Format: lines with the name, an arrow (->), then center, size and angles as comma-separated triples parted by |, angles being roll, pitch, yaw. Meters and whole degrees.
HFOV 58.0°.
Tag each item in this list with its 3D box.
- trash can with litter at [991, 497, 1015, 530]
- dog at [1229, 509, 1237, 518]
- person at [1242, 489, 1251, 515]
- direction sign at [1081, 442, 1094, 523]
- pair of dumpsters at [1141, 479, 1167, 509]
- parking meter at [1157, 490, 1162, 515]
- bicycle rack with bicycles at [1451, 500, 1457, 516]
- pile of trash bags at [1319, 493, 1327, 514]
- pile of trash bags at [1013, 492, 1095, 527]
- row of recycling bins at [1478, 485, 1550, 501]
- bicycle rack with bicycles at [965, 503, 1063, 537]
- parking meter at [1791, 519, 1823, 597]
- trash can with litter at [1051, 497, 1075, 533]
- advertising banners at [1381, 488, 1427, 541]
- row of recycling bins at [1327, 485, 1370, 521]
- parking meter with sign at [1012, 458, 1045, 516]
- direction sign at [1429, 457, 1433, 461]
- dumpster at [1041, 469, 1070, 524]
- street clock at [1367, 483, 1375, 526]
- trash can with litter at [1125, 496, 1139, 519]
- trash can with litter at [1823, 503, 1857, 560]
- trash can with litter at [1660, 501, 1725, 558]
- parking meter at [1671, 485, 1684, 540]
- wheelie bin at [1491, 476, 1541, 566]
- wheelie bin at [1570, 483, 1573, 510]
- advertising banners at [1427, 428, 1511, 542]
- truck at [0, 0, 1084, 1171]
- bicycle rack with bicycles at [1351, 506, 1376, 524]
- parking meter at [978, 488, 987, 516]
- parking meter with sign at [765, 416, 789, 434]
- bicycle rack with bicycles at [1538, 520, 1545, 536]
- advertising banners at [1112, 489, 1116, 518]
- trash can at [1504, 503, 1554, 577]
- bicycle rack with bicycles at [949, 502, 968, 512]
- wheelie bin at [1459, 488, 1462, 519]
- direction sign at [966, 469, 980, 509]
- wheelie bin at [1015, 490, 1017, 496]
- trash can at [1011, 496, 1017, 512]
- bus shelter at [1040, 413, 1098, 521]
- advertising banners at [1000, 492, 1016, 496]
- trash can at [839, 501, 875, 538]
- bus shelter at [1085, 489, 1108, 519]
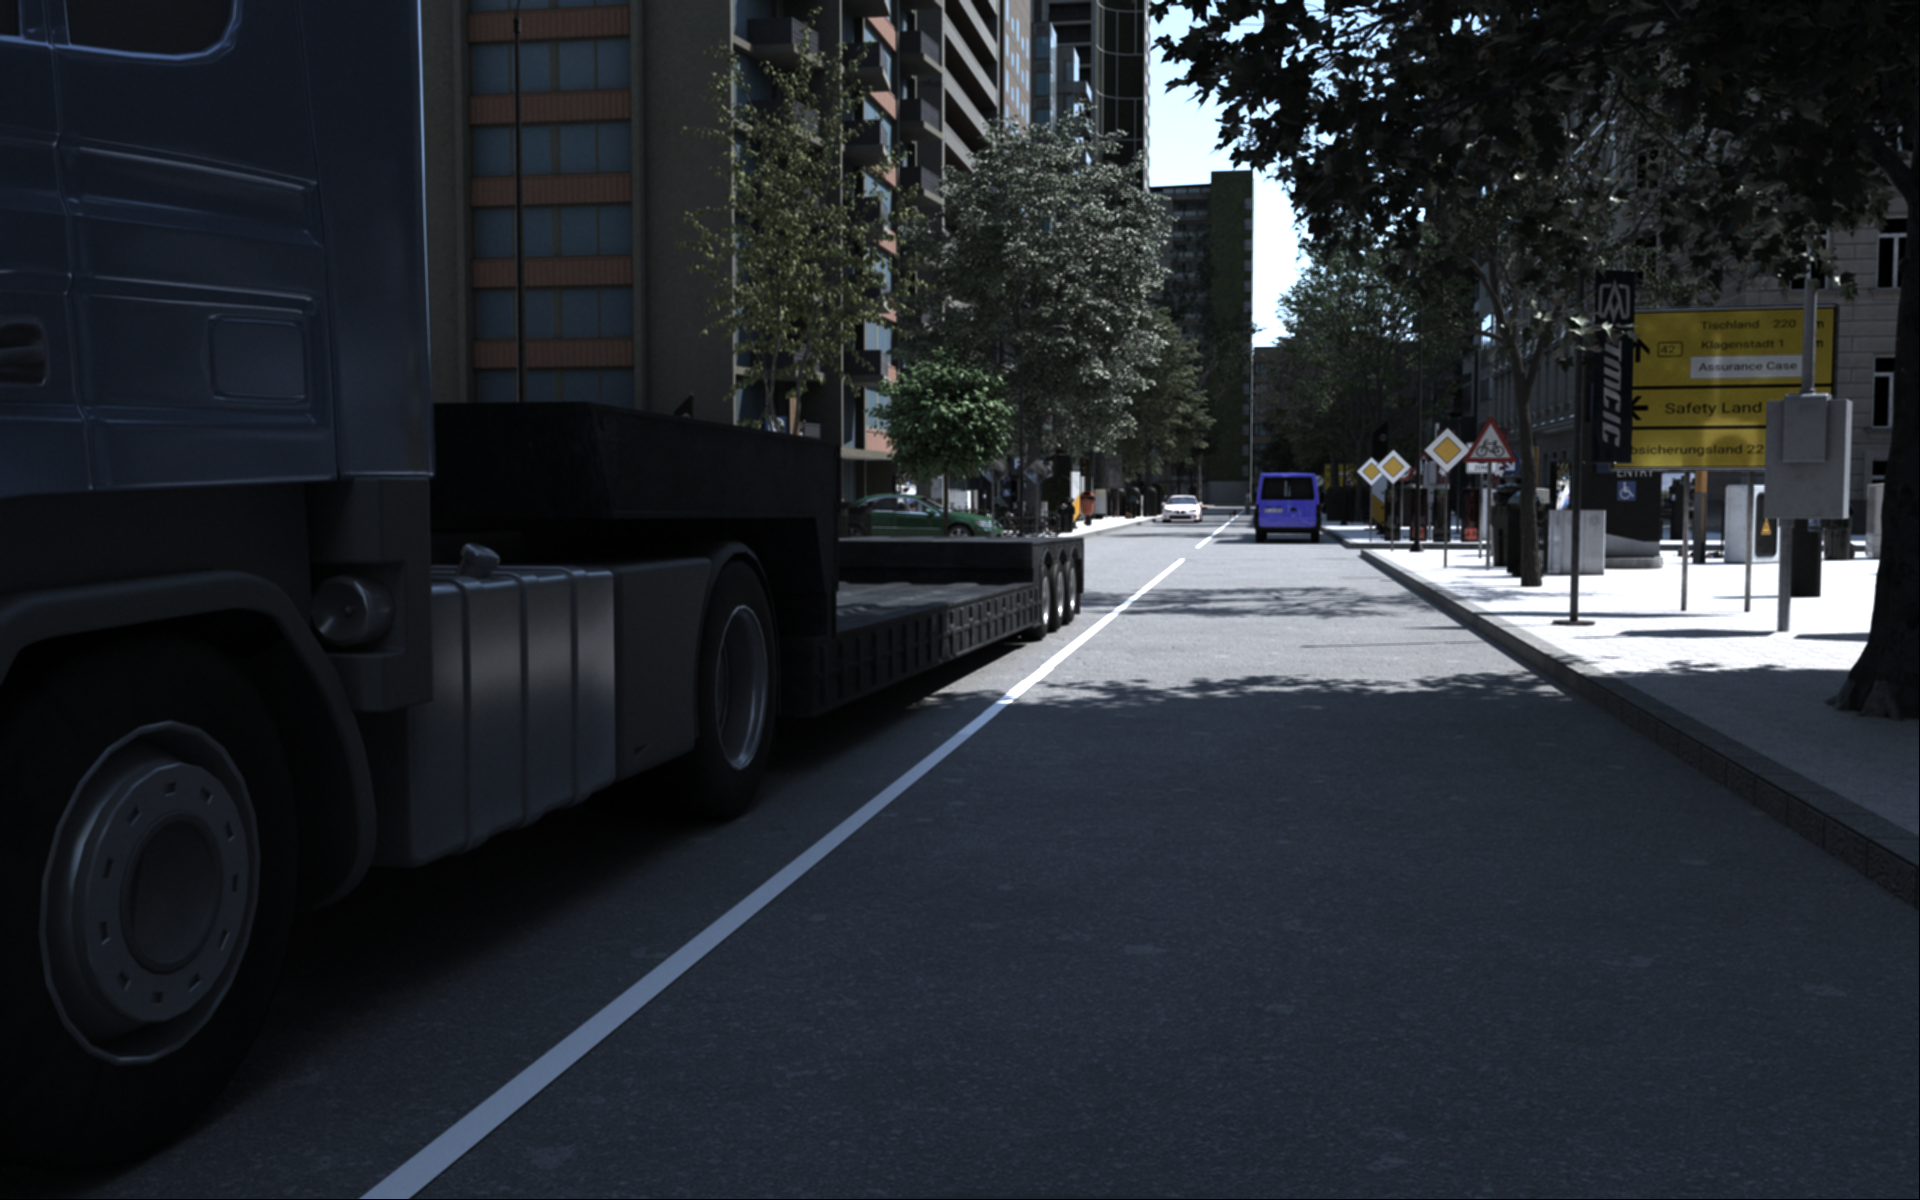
trash can with litter -> 1.597, -3.071, 61.594 | 1.055, 1.170, 0.624 | 3, 5, 43
dog -> 16.533, -5.239, 104.952 | 0.406, 0.507, 0.540 | 1, 4, 19
person -> 19.446, -6.631, 117.493 | 0.524, 1.755, 0.480 | -2, 4, -33
direction sign -> 5.560, -5.111, 75.567 | 0.379, 3.537, 0.876 | -2, 4, -35
pair of dumpsters -> 12.577, -6.719, 112.346 | 1.574, 2.255, 4.437 | 1, 4, 10
parking meter -> 12.223, -6.005, 106.584 | 0.372, 1.533, 0.369 | 0, 3, 0
bicycle rack with bicycles -> 30.847, -5.606, 105.044 | 2.852, 0.926, 2.925 | -1, 4, -17
pile of trash bags -> 23.885, -6.414, 114.616 | 1.912, 1.369, 3.447 | 1, 4, 15
pile of trash bags -> 3.661, -3.598, 68.586 | 3.447, 1.369, 1.912 | 1, 4, 15
row of recycling bins -> 24.505, -4.227, 76.220 | 3.534, 1.692, 1.069 | 0, 4, 3
bicycle rack with bicycles -> 1.733, -2.341, 51.659 | 2.925, 0.926, 2.852 | 0, 4, -2
parking meter -> 10.589, -0.812, 21.685 | 0.372, 1.533, 0.369 | 0, 3, 0
trash can with litter -> 3.341, -2.820, 57.491 | 0.624, 1.170, 1.055 | -2, 4, -33
advertising banners -> 12.483, -3.119, 47.188 | 2.074, 3.025, 0.090 | 3, 4, 38
row of recycling bins -> 19.028, -4.714, 84.188 | 1.069, 1.692, 3.534 | 3, 5, 43
parking meter with sign -> 3.513, -5.653, 88.693 | 1.738, 3.016, 0.543 | -3, 4, -37
direction sign -> 25.815, -6.304, 95.070 | 0.379, 3.537, 0.876 | 0, 4, 3
dumpster -> 3.731, -3.877, 65.877 | 1.502, 2.255, 1.985 | 1, 4, 10
street clock -> 16.595, -3.985, 69.722 | 0.358, 2.002, 0.471 | 3, 5, 40
trash can with litter -> 8.964, -4.842, 90.546 | 0.624, 1.170, 1.055 | 1, 4, 16
trash can with litter -> 17.152, -1.375, 33.869 | 0.624, 1.170, 1.055 | 3, 4, 37
trash can with litter -> 15.375, -1.477, 35.204 | 2.233, 1.210, 1.678 | 3, 4, 37
parking meter -> 20.071, -2.444, 48.369 | 0.372, 1.533, 0.369 | 0, 3, 0
wheelie bin -> 9.832, -1.393, 30.684 | 0.693, 1.594, 0.980 | -2, 4, -34
wheelie bin -> 17.406, -2.487, 48.572 | 0.980, 1.594, 0.693 | 1, 4, 14
advertising banners -> 13.607, -3.059, 46.195 | 2.074, 3.025, 0.090 | 0, 4, 3
truck -> -1.547, -1.286, 10.781 | 2.967, 4.110, 18.799 | 1, 4, 11
bicycle rack with bicycles -> 18.233, -3.763, 74.906 | 2.852, 0.926, 2.925 | -2, 4, -24
parking meter -> 0.970, -4.122, 75.803 | 0.372, 1.533, 0.369 | 0, 3, 0
parking meter with sign -> -4.423, -2.561, 38.132 | 0.543, 3.016, 1.738 | 1, 4, 23
bicycle rack with bicycles -> 18.178, -2.474, 53.830 | 2.925, 0.926, 2.852 | 0, 4, -4
advertising banners -> 8.518, -6.063, 95.320 | 0.090, 3.025, 2.074 | 1, 4, 10
trash can -> 8.822, -0.932, 26.898 | 0.748, 1.137, 0.748 | 0, 3, 0
bicycle rack with bicycles -> 0.082, -3.714, 74.110 | 2.925, 0.926, 2.852 | 0, 4, -7
wheelie bin -> 26.217, -4.998, 89.629 | 0.980, 1.594, 0.693 | 3, 5, 41
direction sign -> 0.629, -5.699, 85.177 | 0.876, 3.537, 0.379 | -3, 4, -39
wheelie bin -> 4.189, -6.860, 120.072 | 0.980, 1.594, 0.693 | 2, 4, 27
trash can -> 3.568, -6.297, 114.606 | 0.748, 1.137, 0.748 | 0, 3, 0
bus shelter -> 5.034, -6.407, 82.386 | 2.179, 5.291, 8.768 | 1, 4, 10
advertising banners -> 3.052, -7.663, 121.471 | 2.074, 3.025, 0.090 | 0, 4, -5
trash can -> -2.020, -1.355, 33.813 | 0.748, 1.137, 0.748 | 0, 3, 0
bus shelter -> 7.196, -5.931, 90.895 | 2.014, 3.302, 5.546 | 1, 4, 10
